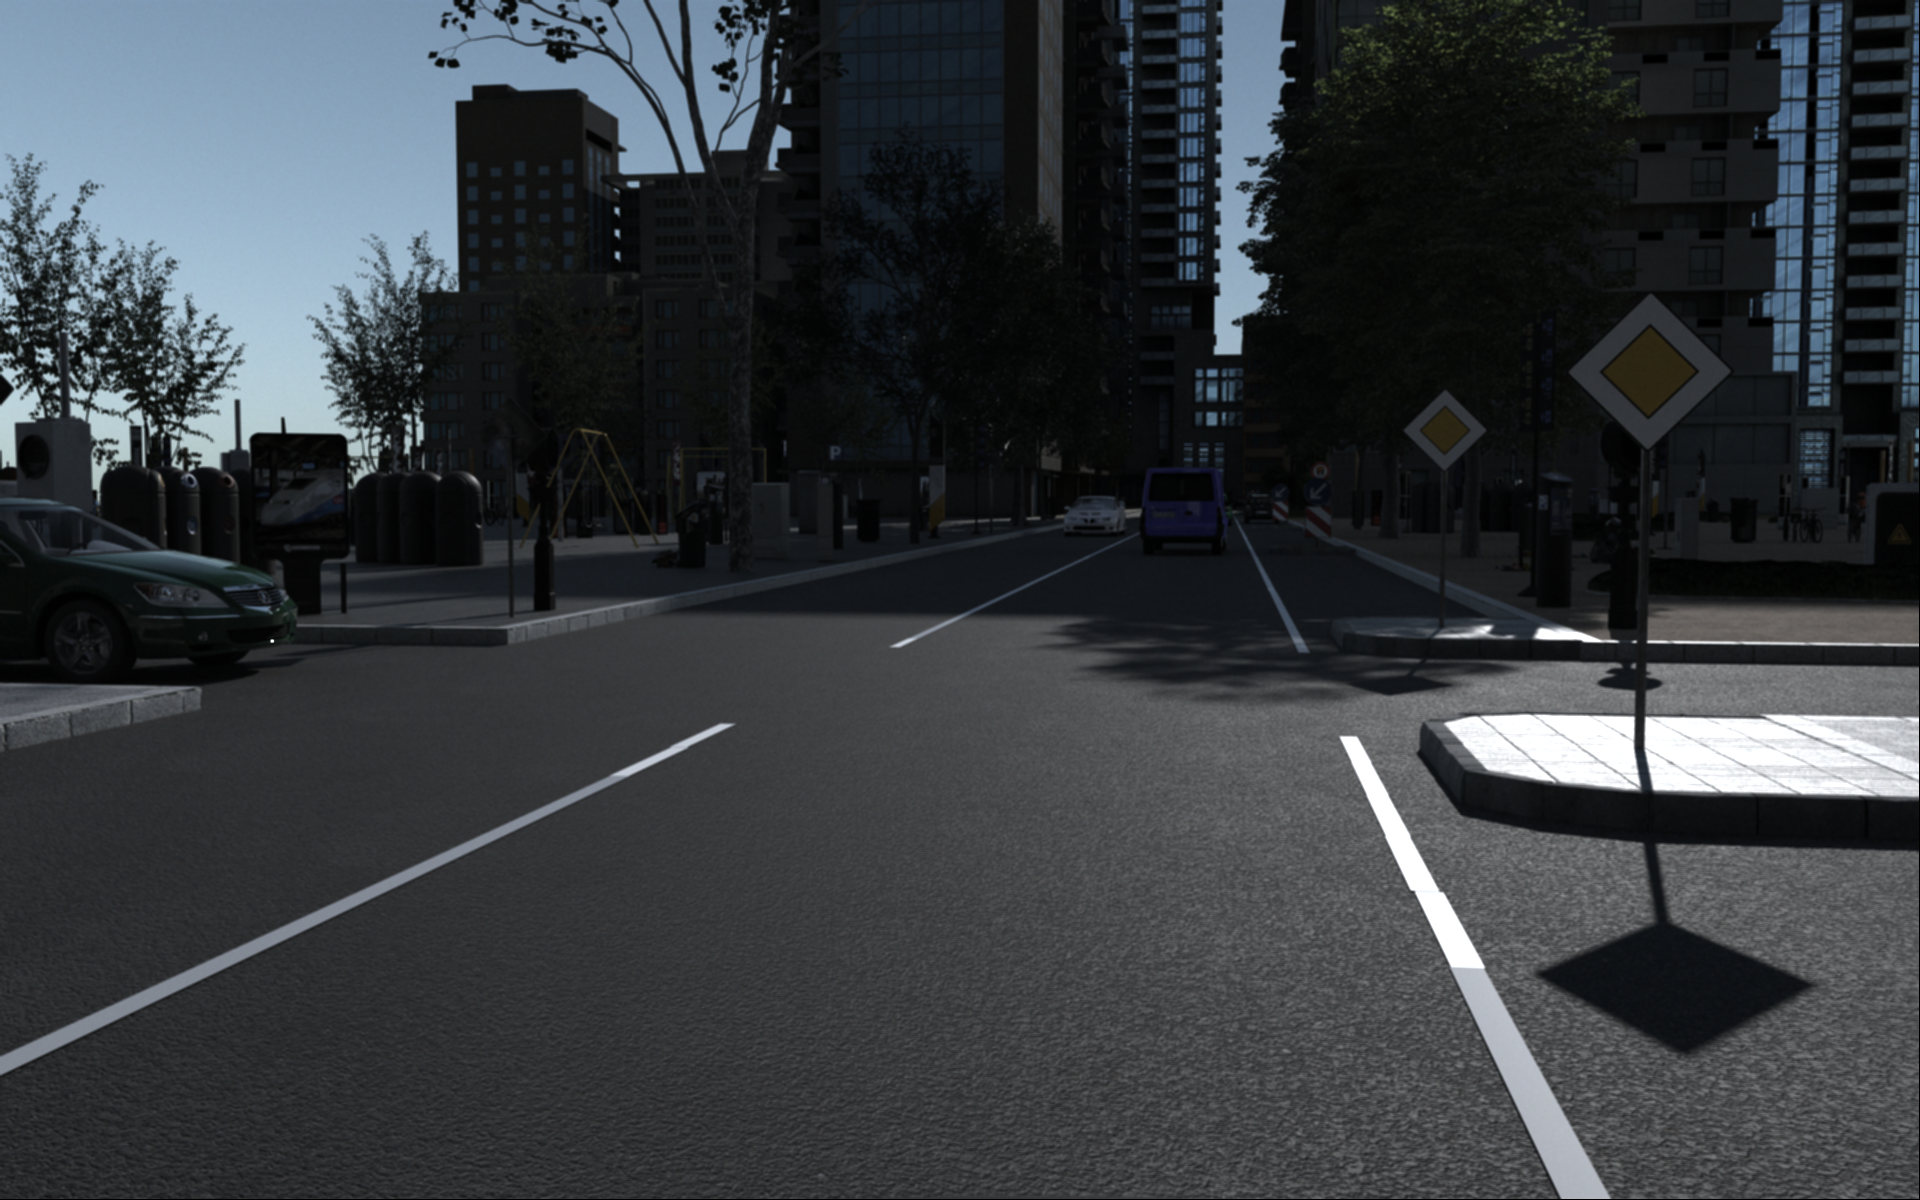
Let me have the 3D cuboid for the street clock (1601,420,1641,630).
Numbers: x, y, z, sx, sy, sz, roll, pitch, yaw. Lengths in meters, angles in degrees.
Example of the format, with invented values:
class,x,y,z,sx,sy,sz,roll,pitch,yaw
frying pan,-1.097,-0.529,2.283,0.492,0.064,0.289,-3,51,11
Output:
class,x,y,z,sx,sy,sz,roll,pitch,yaw
street clock,6.318,-0.727,16.457,0.471,2.002,0.358,-2,4,-30

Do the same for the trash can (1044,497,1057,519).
class,x,y,z,sx,sy,sz,roll,pitch,yaw
trash can,4.617,-4.731,89.003,0.748,1.137,0.748,0,3,0

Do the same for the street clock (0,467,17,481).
class,x,y,z,sx,sy,sz,roll,pitch,yaw
street clock,-25.222,-2.537,46.058,0.471,2.002,0.358,0,4,-5

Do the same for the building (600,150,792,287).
class,x,y,z,sx,sy,sz,roll,pitch,yaw
building,-25.553,-30.973,198.295,23.993,40.220,32.217,1,4,9

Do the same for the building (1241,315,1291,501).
class,x,y,z,sx,sy,sz,roll,pitch,yaw
building,44.996,-20.881,186.442,28.899,21.520,27.650,1,4,9

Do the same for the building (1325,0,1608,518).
class,x,y,z,sx,sy,sz,roll,pitch,yaw
building,28.081,-25.376,98.499,14.154,41.232,14.086,1,4,9

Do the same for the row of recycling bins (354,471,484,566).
class,x,y,z,sx,sy,sz,roll,pitch,yaw
row of recycling bins,-10.029,-1.519,31.946,3.534,1.692,1.069,3,5,41

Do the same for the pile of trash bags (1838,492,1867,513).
class,x,y,z,sx,sy,sz,roll,pitch,yaw
pile of trash bags,40.844,-4.299,80.045,3.447,1.369,1.912,-2,4,-30

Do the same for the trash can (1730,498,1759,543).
class,x,y,z,sx,sy,sz,roll,pitch,yaw
trash can,20.647,-2.077,45.619,0.748,1.137,0.748,0,3,0

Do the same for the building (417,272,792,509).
class,x,y,z,sx,sy,sz,roll,pitch,yaw
building,-30.051,-19.269,160.082,28.899,21.520,27.650,1,4,9

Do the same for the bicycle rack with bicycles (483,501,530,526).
class,x,y,z,sx,sy,sz,roll,pitch,yaw
bicycle rack with bicycles,-19.864,-3.534,71.167,2.852,0.926,2.925,2,4,32

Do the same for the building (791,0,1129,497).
class,x,y,z,sx,sy,sz,roll,pitch,yaw
building,-0.298,-32.899,157.511,30.456,49.044,23.786,1,4,9

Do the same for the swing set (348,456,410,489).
class,x,y,z,sx,sy,sz,roll,pitch,yaw
swing set,-24.220,-4.564,72.237,3.119,2.851,2.862,0,4,0

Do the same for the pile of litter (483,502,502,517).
class,x,y,z,sx,sy,sz,roll,pitch,yaw
pile of litter,-26.004,-5.048,96.500,1.719,0.858,1.176,2,4,26

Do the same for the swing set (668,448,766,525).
class,x,y,z,sx,sy,sz,roll,pitch,yaw
swing set,-8.181,-3.758,59.070,3.119,2.851,2.862,0,4,-6

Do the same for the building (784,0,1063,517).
class,x,y,z,sx,sy,sz,roll,pitch,yaw
building,-1.554,-27.581,101.068,14.600,45.320,14.200,1,4,9

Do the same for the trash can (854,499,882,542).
class,x,y,z,sx,sy,sz,roll,pitch,yaw
trash can,-2.447,-2.115,46.228,0.748,1.137,0.748,0,3,0

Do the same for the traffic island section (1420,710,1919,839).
class,x,y,z,sx,sy,sz,roll,pitch,yaw
traffic island section,3.445,0.828,8.738,2.009,0.180,2.903,1,4,9

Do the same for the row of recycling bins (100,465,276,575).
class,x,y,z,sx,sy,sz,roll,pitch,yaw
row of recycling bins,-11.561,-1.154,25.989,1.069,1.692,3.534,1,4,11

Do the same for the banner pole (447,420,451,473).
class,x,y,z,sx,sy,sz,roll,pitch,yaw
banner pole,-17.067,-4.157,57.988,0.401,3.779,0.863,-1,4,-18

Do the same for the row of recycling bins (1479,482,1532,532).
class,x,y,z,sx,sy,sz,roll,pitch,yaw
row of recycling bins,18.943,-3.175,59.028,1.069,1.692,3.534,-3,4,-37

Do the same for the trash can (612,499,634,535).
class,x,y,z,sx,sy,sz,roll,pitch,yaw
trash can,-10.731,-2.658,55.114,0.748,1.137,0.748,0,3,0

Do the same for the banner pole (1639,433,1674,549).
class,x,y,z,sx,sy,sz,roll,pitch,yaw
banner pole,16.290,-3.086,40.475,0.863,3.779,0.401,3,4,38

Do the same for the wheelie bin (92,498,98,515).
class,x,y,z,sx,sy,sz,roll,pitch,yaw
wheelie bin,-16.863,-1.521,32.772,0.693,1.594,0.980,3,4,38

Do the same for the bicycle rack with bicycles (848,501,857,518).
class,x,y,z,sx,sy,sz,roll,pitch,yaw
bicycle rack with bicycles,-6.234,-4.844,92.583,2.925,0.926,2.852,1,4,12

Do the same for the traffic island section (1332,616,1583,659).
class,x,y,z,sx,sy,sz,roll,pitch,yaw
traffic island section,4.643,0.345,16.633,2.009,0.180,2.903,1,4,9

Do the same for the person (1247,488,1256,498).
class,x,y,z,sx,sy,sz,roll,pitch,yaw
person,16.137,-5.322,96.049,0.750,1.759,0.617,2,4,30

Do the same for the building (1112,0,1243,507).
class,x,y,z,sx,sy,sz,roll,pitch,yaw
building,14.930,-53.437,186.364,31.000,86.520,22.319,1,4,9

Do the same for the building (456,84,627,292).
class,x,y,z,sx,sy,sz,roll,pitch,yaw
building,-45.968,-33.173,192.489,14.200,45.320,14.600,1,4,9

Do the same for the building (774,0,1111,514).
class,x,y,z,sx,sy,sz,roll,pitch,yaw
building,-0.913,-28.640,122.887,22.147,44.769,28.867,1,4,9

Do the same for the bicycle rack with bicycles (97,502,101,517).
class,x,y,z,sx,sy,sz,roll,pitch,yaw
bicycle rack with bicycles,-46.988,-4.913,93.711,2.852,0.926,2.925,-3,5,-41

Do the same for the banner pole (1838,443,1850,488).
class,x,y,z,sx,sy,sz,roll,pitch,yaw
banner pole,43.650,-5.842,85.534,0.401,3.779,0.863,-1,4,-12

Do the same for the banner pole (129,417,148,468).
class,x,y,z,sx,sy,sz,roll,pitch,yaw
banner pole,-26.437,-4.031,55.921,0.401,3.779,0.863,1,4,22

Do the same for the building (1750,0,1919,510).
class,x,y,z,sx,sy,sz,roll,pitch,yaw
building,71.633,-50.941,145.552,31.000,86.520,22.319,1,4,9

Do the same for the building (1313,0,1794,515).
class,x,y,z,sx,sy,sz,roll,pitch,yaw
building,38.497,-32.357,118.280,28.713,52.752,27.495,1,4,9

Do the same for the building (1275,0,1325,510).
class,x,y,z,sx,sy,sz,roll,pitch,yaw
building,38.332,-30.119,147.064,22.147,44.769,28.867,1,4,9

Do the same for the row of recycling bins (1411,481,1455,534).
class,x,y,z,sx,sy,sz,roll,pitch,yaw
row of recycling bins,15.757,-3.108,57.923,1.069,1.692,3.534,0,4,5

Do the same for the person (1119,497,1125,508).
class,x,y,z,sx,sy,sz,roll,pitch,yaw
person,7.901,-4.425,85.135,0.425,1.301,0.394,-3,4,-36

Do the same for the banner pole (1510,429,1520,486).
class,x,y,z,sx,sy,sz,roll,pitch,yaw
banner pole,21.400,-4.695,66.781,0.401,3.779,0.863,-1,4,-9

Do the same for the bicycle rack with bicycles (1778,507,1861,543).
class,x,y,z,sx,sy,sz,roll,pitch,yaw
bicycle rack with bicycles,23.009,-1.995,45.997,2.852,0.926,2.925,2,4,28

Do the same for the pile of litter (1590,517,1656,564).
class,x,y,z,sx,sy,sz,roll,pitch,yaw
pile of litter,12.456,-1.117,32.224,1.719,0.858,1.176,-2,4,-25

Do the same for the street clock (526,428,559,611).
class,x,y,z,sx,sy,sz,roll,pitch,yaw
street clock,-4.593,-0.889,19.098,0.358,2.002,0.471,0,4,5

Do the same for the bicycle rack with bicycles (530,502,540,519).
class,x,y,z,sx,sy,sz,roll,pitch,yaw
bicycle rack with bicycles,-22.304,-4.597,88.535,2.852,0.926,2.925,0,4,5

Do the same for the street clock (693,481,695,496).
class,x,y,z,sx,sy,sz,roll,pitch,yaw
street clock,-14.566,-5.569,95.617,0.358,2.002,0.471,-1,4,-16

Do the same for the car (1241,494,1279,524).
class,x,y,z,sx,sy,sz,roll,pitch,yaw
car,14.805,-4.595,84.906,2.009,1.686,4.222,1,4,10

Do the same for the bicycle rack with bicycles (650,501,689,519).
class,x,y,z,sx,sy,sz,roll,pitch,yaw
bicycle rack with bicycles,-15.216,-4.617,88.871,2.852,0.926,2.925,-1,4,-21

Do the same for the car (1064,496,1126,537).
class,x,y,z,sx,sy,sz,roll,pitch,yaw
car,4.715,-2.918,60.064,2.083,1.381,4.827,1,4,10

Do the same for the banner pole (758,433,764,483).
class,x,y,z,sx,sy,sz,roll,pitch,yaw
banner pole,-8.184,-4.971,71.296,0.401,3.779,0.863,1,4,8

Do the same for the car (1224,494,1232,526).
class,x,y,z,sx,sy,sz,roll,pitch,yaw
car,11.526,-4.311,79.276,1.959,1.807,4.718,0,4,7

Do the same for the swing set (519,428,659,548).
class,x,y,z,sx,sy,sz,roll,pitch,yaw
swing set,-9.093,-2.746,42.512,2.862,2.851,3.119,0,4,0
